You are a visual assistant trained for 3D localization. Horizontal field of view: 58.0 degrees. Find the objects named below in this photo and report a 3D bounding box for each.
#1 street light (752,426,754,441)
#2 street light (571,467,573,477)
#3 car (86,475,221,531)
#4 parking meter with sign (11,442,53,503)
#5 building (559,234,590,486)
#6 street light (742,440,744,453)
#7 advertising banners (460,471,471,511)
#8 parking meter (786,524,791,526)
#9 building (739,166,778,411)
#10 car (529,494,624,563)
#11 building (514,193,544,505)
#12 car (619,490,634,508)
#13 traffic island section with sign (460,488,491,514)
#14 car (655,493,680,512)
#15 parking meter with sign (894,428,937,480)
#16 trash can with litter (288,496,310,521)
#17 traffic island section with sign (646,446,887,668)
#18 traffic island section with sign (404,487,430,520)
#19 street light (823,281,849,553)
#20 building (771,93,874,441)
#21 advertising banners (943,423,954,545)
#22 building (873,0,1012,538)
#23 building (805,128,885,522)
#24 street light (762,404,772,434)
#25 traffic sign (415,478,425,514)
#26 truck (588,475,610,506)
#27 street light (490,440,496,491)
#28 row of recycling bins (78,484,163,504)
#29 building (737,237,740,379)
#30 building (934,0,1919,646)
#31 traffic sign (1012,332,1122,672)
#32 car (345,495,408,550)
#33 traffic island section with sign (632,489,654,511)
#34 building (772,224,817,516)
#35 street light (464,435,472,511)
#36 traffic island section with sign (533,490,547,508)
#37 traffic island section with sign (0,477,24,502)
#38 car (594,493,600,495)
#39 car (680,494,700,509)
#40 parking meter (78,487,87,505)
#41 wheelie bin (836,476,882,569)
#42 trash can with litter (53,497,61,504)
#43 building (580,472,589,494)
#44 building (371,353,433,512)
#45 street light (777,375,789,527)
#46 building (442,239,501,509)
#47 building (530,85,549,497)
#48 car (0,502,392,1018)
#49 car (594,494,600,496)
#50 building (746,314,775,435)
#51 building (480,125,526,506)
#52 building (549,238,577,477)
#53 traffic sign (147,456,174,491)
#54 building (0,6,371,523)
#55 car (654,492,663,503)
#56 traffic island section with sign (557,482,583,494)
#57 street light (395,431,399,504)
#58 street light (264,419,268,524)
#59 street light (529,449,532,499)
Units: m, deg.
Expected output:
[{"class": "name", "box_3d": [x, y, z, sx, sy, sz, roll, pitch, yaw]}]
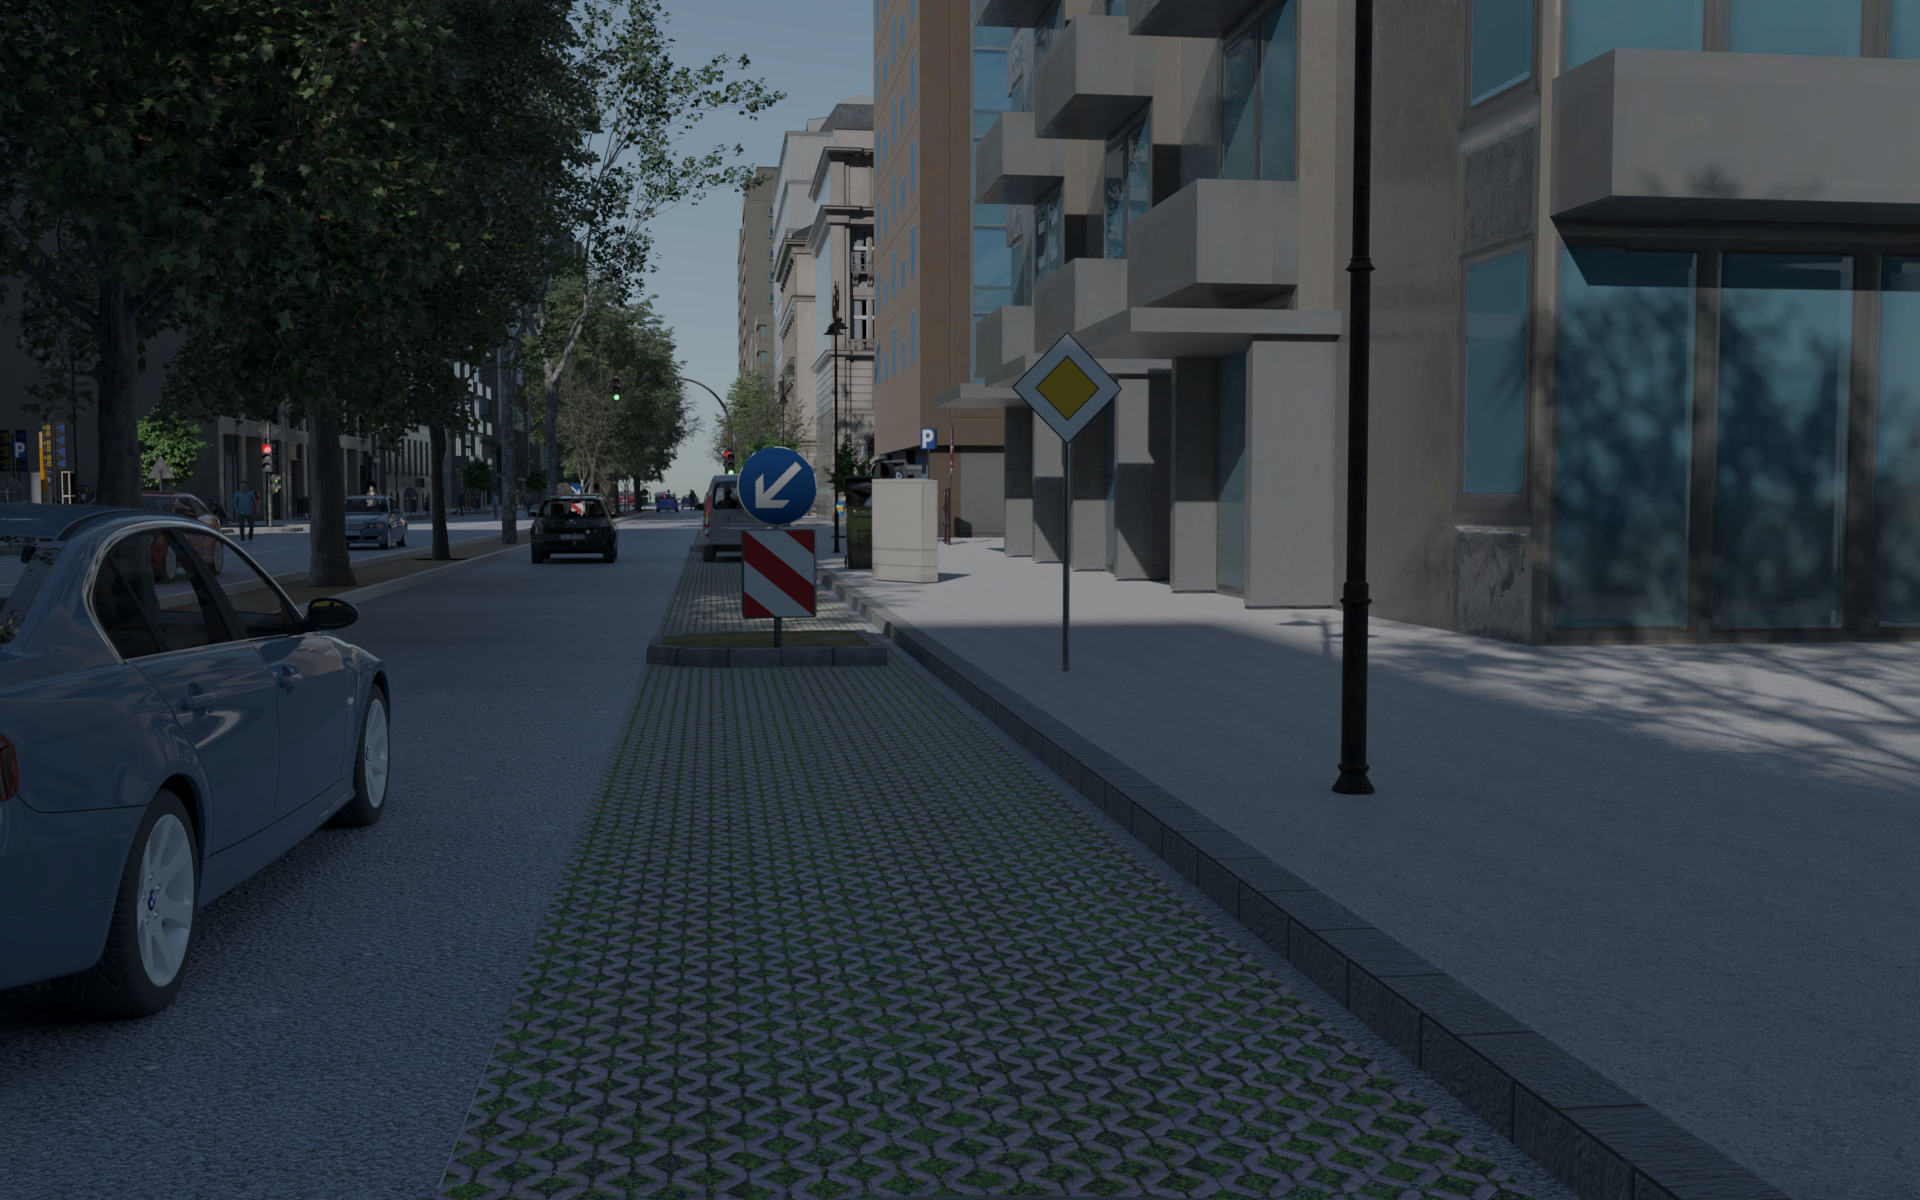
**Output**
[{"class": "street light", "box_3d": [-14.107, -8.909, 118.448, 0.468, 5.910, 1.993, -1, 4, -8]}, {"class": "street light", "box_3d": [-52.061, -15.869, 232.239, 0.468, 5.910, 1.993, -1, 4, -8]}, {"class": "car", "box_3d": [-13.795, -1.227, 29.103, 2.155, 1.783, 4.494, -1, 4, -8]}, {"class": "parking meter with sign", "box_3d": [-30.582, -3.748, 57.549, 1.738, 3.016, 0.543, 1, 4, 17]}, {"class": "building", "box_3d": [-70.915, -39.492, 295.796, 14.600, 45.320, 14.200, -1, 4, -8]}, {"class": "street light", "box_3d": [-18.540, -10.738, 148.351, 0.468, 5.910, 1.993, -1, 4, -8]}, {"class": "advertising banners", "box_3d": [-37.386, -8.241, 130.935, 0.090, 3.025, 2.074, 0, 4, 4]}, {"class": "parking meter", "box_3d": [-6.905, -3.867, 68.941, 0.255, 1.863, 0.399, 0, 4, 6]}, {"class": "building", "box_3d": [-20.759, -38.480, 252.854, 21.300, 48.544, 21.600, -1, 4, -8]}, {"class": "car", "box_3d": [-8.276, -1.683, 37.301, 2.009, 1.686, 4.222, -1, 4, -10]}, {"class": "building", "box_3d": [-58.625, -32.235, 210.629, 14.154, 41.232, 14.086, -1, 4, -8]}, {"class": "car", "box_3d": [-35.628, -10.788, 185.058, 2.281, 1.827, 5.304, 0, 4, -6]}, {"class": "traffic island section with sign", "box_3d": [-34.276, -6.970, 122.585, 1.989, 1.847, 2.006, -1, 4, -8]}, {"class": "car", "box_3d": [-22.986, -7.739, 136.122, 1.945, 1.707, 3.694, 0, 4, -8]}, {"class": "parking meter with sign", "box_3d": [-1.392, -3.009, 45.452, 0.543, 3.016, 1.738, 3, 5, 43]}, {"class": "trash can with litter", "box_3d": [-31.572, -4.487, 84.420, 2.233, 1.210, 1.678, -1, 4, -22]}, {"class": "traffic island section with sign", "box_3d": [-1.728, -0.400, 15.160, 1.989, 1.847, 2.006, -1, 4, -8]}, {"class": "traffic island section with sign", "box_3d": [-30.450, -5.338, 95.902, 1.989, 1.847, 2.006, -1, 4, -8]}, {"class": "street light", "box_3d": [-2.695, -3.970, 37.699, 0.468, 5.910, 1.993, -1, 4, -8]}, {"class": "building", "box_3d": [-8.712, -21.953, 136.417, 11.434, 29.767, 29.804, -1, 4, -8]}, {"class": "advertising banners", "box_3d": [-0.294, -2.904, 43.676, 0.090, 3.025, 2.074, 0, 4, -6]}, {"class": "building", "box_3d": [4.676, -24.875, 56.818, 14.600, 45.320, 14.200, -1, 4, -8]}, {"class": "building", "box_3d": [4.741, -14.931, 85.914, 24.055, 21.916, 13.314, -1, 4, -8]}, {"class": "street light", "box_3d": [-9.875, -7.098, 88.837, 0.468, 5.910, 1.993, -1, 4, -8]}, {"class": "traffic sign", "box_3d": [-34.415, -6.619, 110.349, 0.606, 2.300, 0.079, 0, 4, 0]}, {"class": "truck", "box_3d": [-43.330, -13.475, 209.236, 2.839, 4.237, 11.283, -1, 4, -10]}, {"class": "street light", "box_3d": [-40.167, -10.792, 149.242, 0.468, 5.910, 1.993, -1, 4, -8]}, {"class": "row of recycling bins", "box_3d": [-35.264, -3.999, 72.492, 3.534, 1.692, 1.069, -3, 4, -37]}, {"class": "building", "box_3d": [-27.353, -41.297, 298.911, 21.300, 48.544, 21.600, -1, 4, -8]}, {"class": "building", "box_3d": [12.421, -24.929, 27.196, 23.786, 49.044, 30.456, -1, 4, -8]}, {"class": "traffic sign", "box_3d": [0.763, -0.689, 12.455, 0.795, 2.450, 0.064, 0, 4, -7]}, {"class": "car", "box_3d": [-15.781, -2.073, 45.904, 2.014, 1.417, 4.499, -1, 4, -9]}, {"class": "traffic island section with sign", "box_3d": [-27.145, -8.611, 148.918, 2.006, 1.907, 1.989, -1, 4, -8]}, {"class": "building", "box_3d": [-6.515, -15.147, 112.274, 10.561, 19.102, 19.286, -1, 4, -8]}, {"class": "street light", "box_3d": [-37.798, -9.815, 133.267, 0.468, 5.910, 1.993, -1, 4, -8]}, {"class": "traffic island section with sign", "box_3d": [-41.362, -9.999, 172.105, 1.989, 1.847, 2.006, -1, 4, -8]}, {"class": "traffic island section with sign", "box_3d": [-22.538, -1.964, 40.733, 1.989, 1.847, 2.006, -1, 4, -8]}, {"class": "car", "box_3d": [-39.410, -10.869, 187.293, 1.945, 1.707, 3.694, 0, 4, -6]}, {"class": "car", "box_3d": [-25.787, -9.385, 165.450, 2.014, 1.417, 4.499, -1, 4, -9]}, {"class": "parking meter", "box_3d": [-30.621, -3.175, 60.317, 0.372, 1.533, 0.369, 0, 3, 0]}, {"class": "wheelie bin", "box_3d": [-1.633, -1.339, 29.798, 0.980, 1.594, 0.693, 0, 4, -6]}, {"class": "trash can with litter", "box_3d": [-32.525, -3.108, 62.204, 0.624, 1.170, 1.055, 0, 4, -4]}, {"class": "building", "box_3d": [-68.332, -31.232, 282.347, 14.160, 30.474, 14.107, -1, 4, -8]}, {"class": "building", "box_3d": [-46.551, -17.646, 121.789, 16.112, 22.955, 30.059, -1, 4, -8]}, {"class": "street light", "box_3d": [-6.863, -5.782, 67.319, 0.468, 5.910, 1.993, -1, 4, -8]}, {"class": "building", "box_3d": [-55.939, -33.035, 159.733, 23.786, 49.044, 30.456, -1, 4, -8]}, {"class": "building", "box_3d": [-68.468, -56.931, 243.485, 22.319, 86.520, 31.000, -1, 4, -8]}, {"class": "car", "box_3d": [-3.203, 0.372, 5.928, 2.014, 1.417, 4.499, 0, 4, -7]}, {"class": "car", "box_3d": [-26.393, -6.979, 123.894, 2.009, 1.686, 4.222, 0, 4, -6]}, {"class": "building", "box_3d": [-11.875, -22.411, 211.463, 27.650, 21.520, 28.899, -1, 4, -8]}, {"class": "building", "box_3d": [-62.738, -36.666, 188.727, 28.713, 52.752, 27.495, -1, 4, -8]}, {"class": "building", "box_3d": [-66.820, -35.743, 267.987, 14.154, 41.232, 14.086, -1, 4, -8]}, {"class": "traffic sign", "box_3d": [-27.060, -3.587, 58.648, 0.884, 2.594, 0.081, 0, 4, -5]}, {"class": "building", "box_3d": [-43.951, -17.441, 89.682, 19.350, 26.468, 34.151, -1, 4, -8]}, {"class": "car", "box_3d": [-49.006, -16.848, 284.143, 2.281, 1.827, 5.304, -1, 4, -9]}, {"class": "traffic island section with sign", "box_3d": [-16.478, -4.061, 74.538, 2.006, 1.907, 1.989, -1, 4, -8]}, {"class": "street light", "box_3d": [-33.638, -7.984, 103.331, 0.468, 5.910, 1.993, -1, 4, -8]}, {"class": "street light", "box_3d": [-29.311, -6.139, 73.165, 0.468, 5.910, 1.993, -1, 4, -8]}, {"class": "street light", "box_3d": [-44.358, -12.611, 178.983, 0.468, 5.910, 1.993, -1, 4, -8]}]
